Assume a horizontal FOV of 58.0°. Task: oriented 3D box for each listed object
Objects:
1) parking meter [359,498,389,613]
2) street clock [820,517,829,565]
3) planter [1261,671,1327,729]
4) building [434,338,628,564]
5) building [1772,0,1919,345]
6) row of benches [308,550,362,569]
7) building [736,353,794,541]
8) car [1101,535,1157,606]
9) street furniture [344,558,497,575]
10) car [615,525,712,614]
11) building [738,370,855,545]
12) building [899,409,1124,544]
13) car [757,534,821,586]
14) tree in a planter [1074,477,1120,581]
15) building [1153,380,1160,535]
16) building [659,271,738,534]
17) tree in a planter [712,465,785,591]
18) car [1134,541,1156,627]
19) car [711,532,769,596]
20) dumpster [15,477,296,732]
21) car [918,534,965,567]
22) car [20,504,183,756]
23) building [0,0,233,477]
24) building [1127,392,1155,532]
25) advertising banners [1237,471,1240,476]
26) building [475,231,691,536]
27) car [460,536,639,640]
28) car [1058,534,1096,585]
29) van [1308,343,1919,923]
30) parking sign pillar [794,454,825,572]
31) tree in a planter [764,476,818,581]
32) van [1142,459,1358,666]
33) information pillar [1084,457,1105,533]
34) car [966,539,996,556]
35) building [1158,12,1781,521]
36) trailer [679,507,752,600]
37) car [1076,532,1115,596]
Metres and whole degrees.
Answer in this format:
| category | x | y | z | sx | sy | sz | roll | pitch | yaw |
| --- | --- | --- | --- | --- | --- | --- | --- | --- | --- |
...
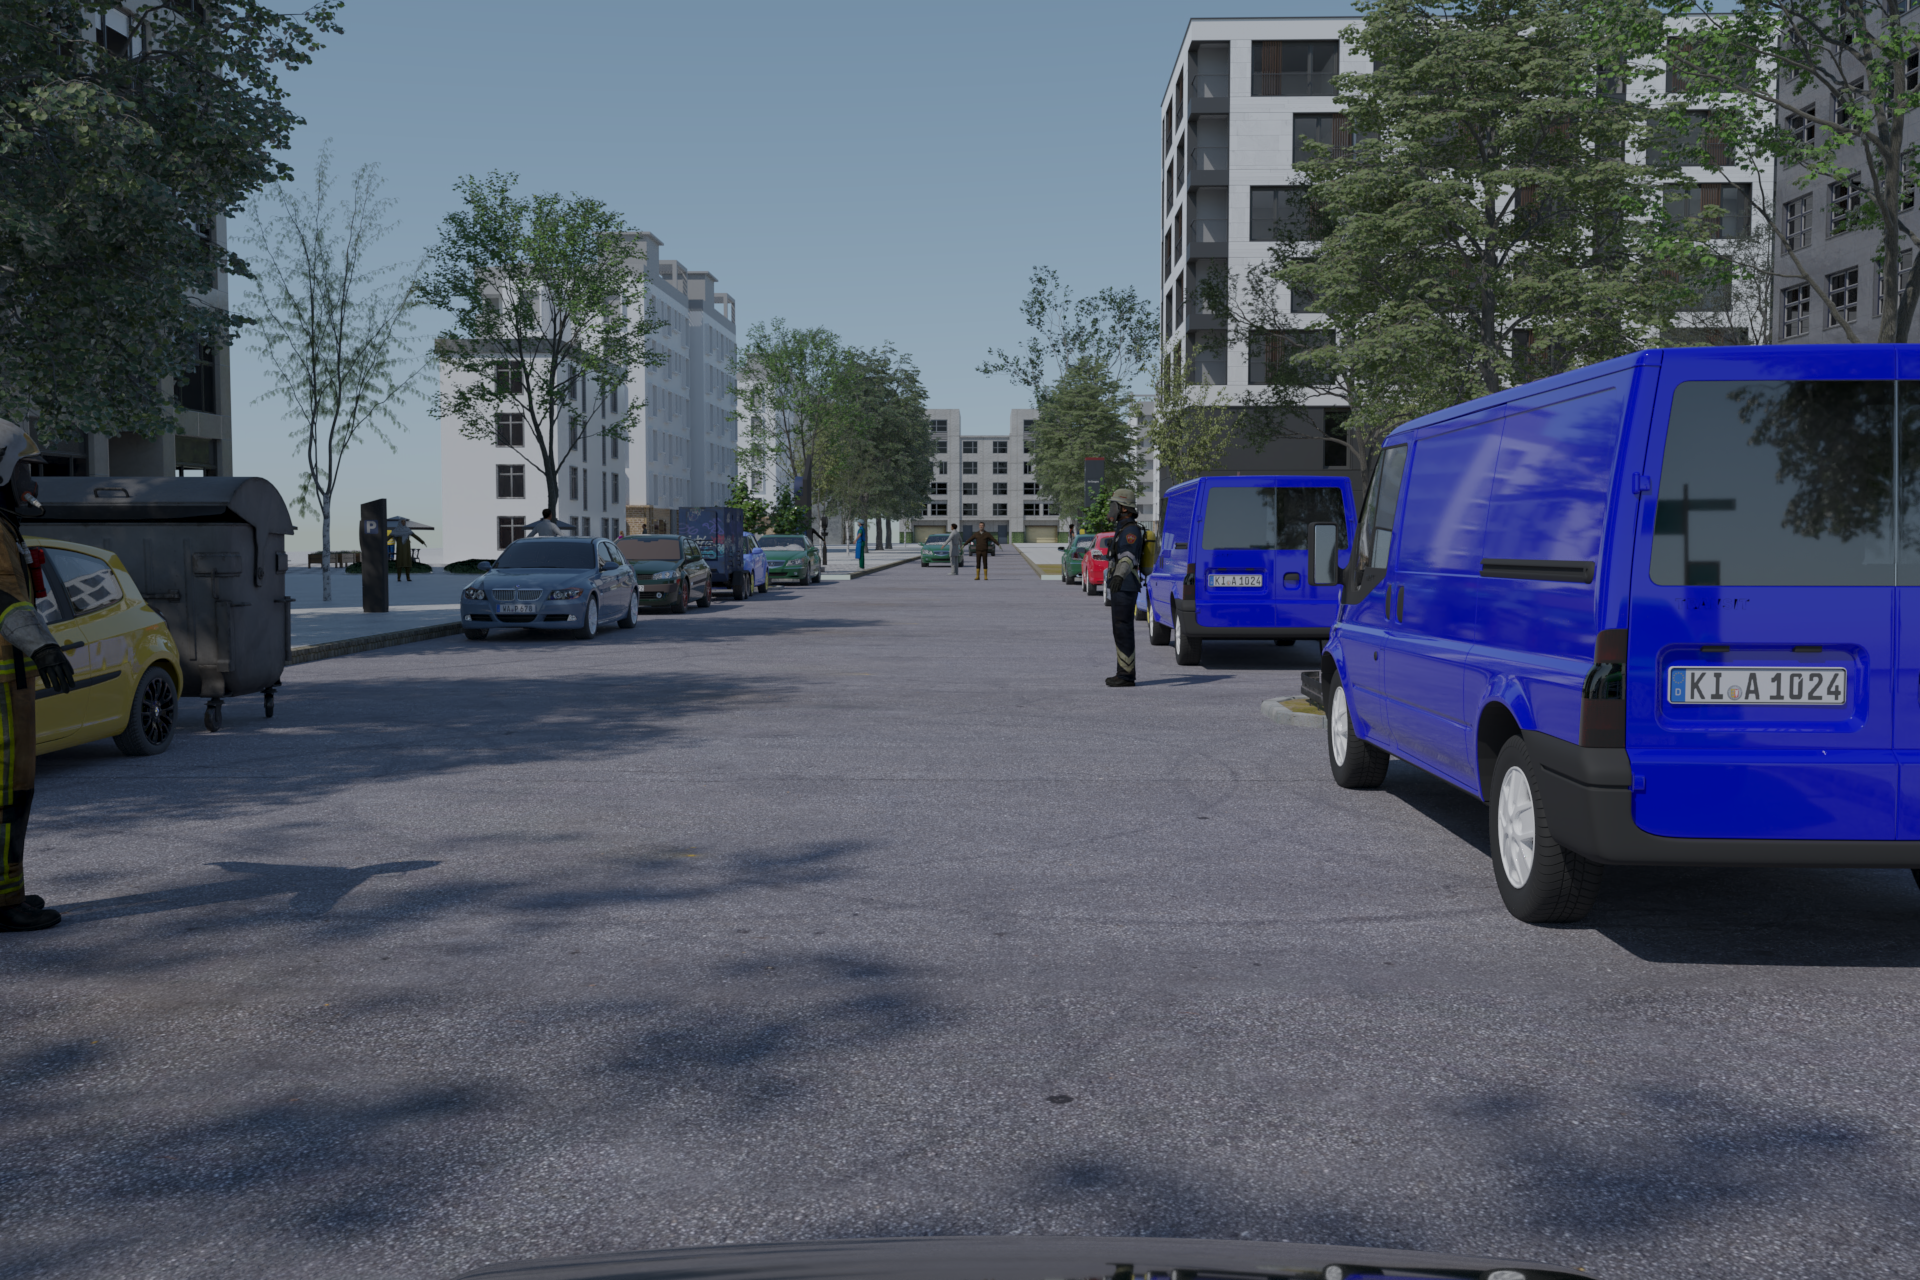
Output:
| category | x | y | z | sx | sy | sz | roll | pitch | yaw |
| --- | --- | --- | --- | --- | --- | --- | --- | --- | --- |
| parking meter | -9.589 | -1.384 | 28.333 | 0.399 | 1.863 | 0.255 | 0 | 4 | 2 |
| street clock | -5.576 | -4.085 | 71.354 | 0.358 | 2.002 | 0.471 | 0 | 4 | 2 |
| planter | 3.406 | 0.464 | 13.547 | 1.991 | 0.319 | 1.994 | 0 | 4 | 2 |
| building | -21.494 | -8.954 | 88.550 | 9.099 | 9.664 | 28.070 | 0 | 4 | 1 |
| building | 28.310 | -13.509 | 39.280 | 11.959 | 24.771 | 22.079 | 0 | 4 | 2 |
| row of benches | -23.686 | -3.101 | 66.172 | 1.422 | 0.672 | 4.104 | 0 | 4 | 8 |
| building | -23.873 | -19.906 | 181.876 | 16.016 | 20.090 | 11.380 | 0 | 4 | 1 |
| car | 3.717 | -1.274 | 32.837 | 2.014 | 1.417 | 4.499 | 0 | 4 | 0 |
| street furniture | -14.363 | -2.475 | 56.097 | 10.072 | 0.657 | 5.734 | 1 | 4 | 15 |
| car | -5.766 | -1.386 | 32.447 | 2.009 | 1.686 | 4.222 | 0 | 4 | 1 |
| building | -23.397 | -23.749 | 219.220 | 19.493 | 23.208 | 18.063 | 0 | 4 | 1 |
| building | 7.333 | -23.357 | 250.794 | 31.486 | 18.905 | 16.747 | 0 | 4 | 1 |
| car | -5.052 | -2.309 | 49.553 | 2.131 | 1.459 | 4.920 | 0 | 4 | 2 |
| tree in a planter | 4.443 | -3.456 | 53.724 | 1.991 | 3.239 | 1.994 | 0 | 4 | 2 |
| building | 28.933 | -21.788 | 212.645 | 16.016 | 20.090 | 11.380 | 0 | 4 | 1 |
| building | -23.127 | -16.486 | 125.967 | 16.016 | 20.090 | 11.380 | 0 | 4 | 2 |
| tree in a planter | -5.568 | -2.889 | 44.451 | 1.991 | 3.239 | 1.994 | 0 | 4 | 2 |
| car | 3.705 | -1.098 | 27.544 | 1.945 | 1.707 | 3.694 | 0 | 4 | 1 |
| car | -5.563 | -1.916 | 40.925 | 1.945 | 1.707 | 3.694 | 0 | 4 | 2 |
| dumpster | -6.106 | -0.292 | 12.991 | 1.865 | 1.857 | 1.264 | 0 | 4 | 2 |
| car | -0.754 | -3.941 | 76.228 | 2.131 | 1.459 | 4.920 | 0 | 4 | 1 |
| car | -6.069 | 0.022 | 9.863 | 2.015 | 1.641 | 3.980 | 0 | 4 | 1 |
| building | -31.859 | -14.172 | 34.917 | 19.350 | 26.588 | 34.151 | 0 | 4 | 1 |
| building | 27.413 | -22.884 | 230.573 | 16.016 | 20.090 | 11.380 | 0 | 4 | 1 |
| advertising banners | 7.762 | -3.231 | 49.019 | 0.090 | 3.025 | 2.074 | 0 | 4 | 2 |
| building | -24.400 | -15.495 | 109.769 | 16.016 | 20.090 | 11.380 | 0 | 4 | 2 |
| car | -5.828 | -0.799 | 25.072 | 2.014 | 1.417 | 4.499 | 0 | 4 | 1 |
| car | 3.917 | -2.352 | 50.251 | 2.131 | 1.459 | 4.920 | 0 | 4 | 1 |
| van | 3.019 | -0.222 | 8.013 | 2.240 | 2.365 | 5.245 | 0 | 4 | 1 |
| parking sign pillar | -5.250 | -4.256 | 58.050 | 1.447 | 3.967 | 1.447 | 0 | 4 | 2 |
| tree in a planter | -5.356 | -3.439 | 53.457 | 1.991 | 3.239 | 1.994 | 0 | 4 | 2 |
| van | 3.336 | -0.986 | 20.505 | 2.240 | 2.365 | 5.245 | 0 | 3 | 0 |
| information pillar | 4.557 | -4.244 | 58.761 | 0.750 | 3.857 | 0.750 | 0 | 4 | 1 |
| car | 1.420 | -6.288 | 112.598 | 2.009 | 1.686 | 4.222 | 0 | 3 | 0 |
| building | 23.567 | -14.729 | 84.799 | 27.936 | 21.610 | 32.646 | 0 | 4 | 2 |
| trailer | -5.393 | -1.833 | 37.021 | 1.471 | 1.999 | 3.904 | 0 | 4 | 1 |
| car | 3.880 | -1.995 | 41.655 | 2.155 | 1.783 | 4.494 | 0 | 4 | 2 |
